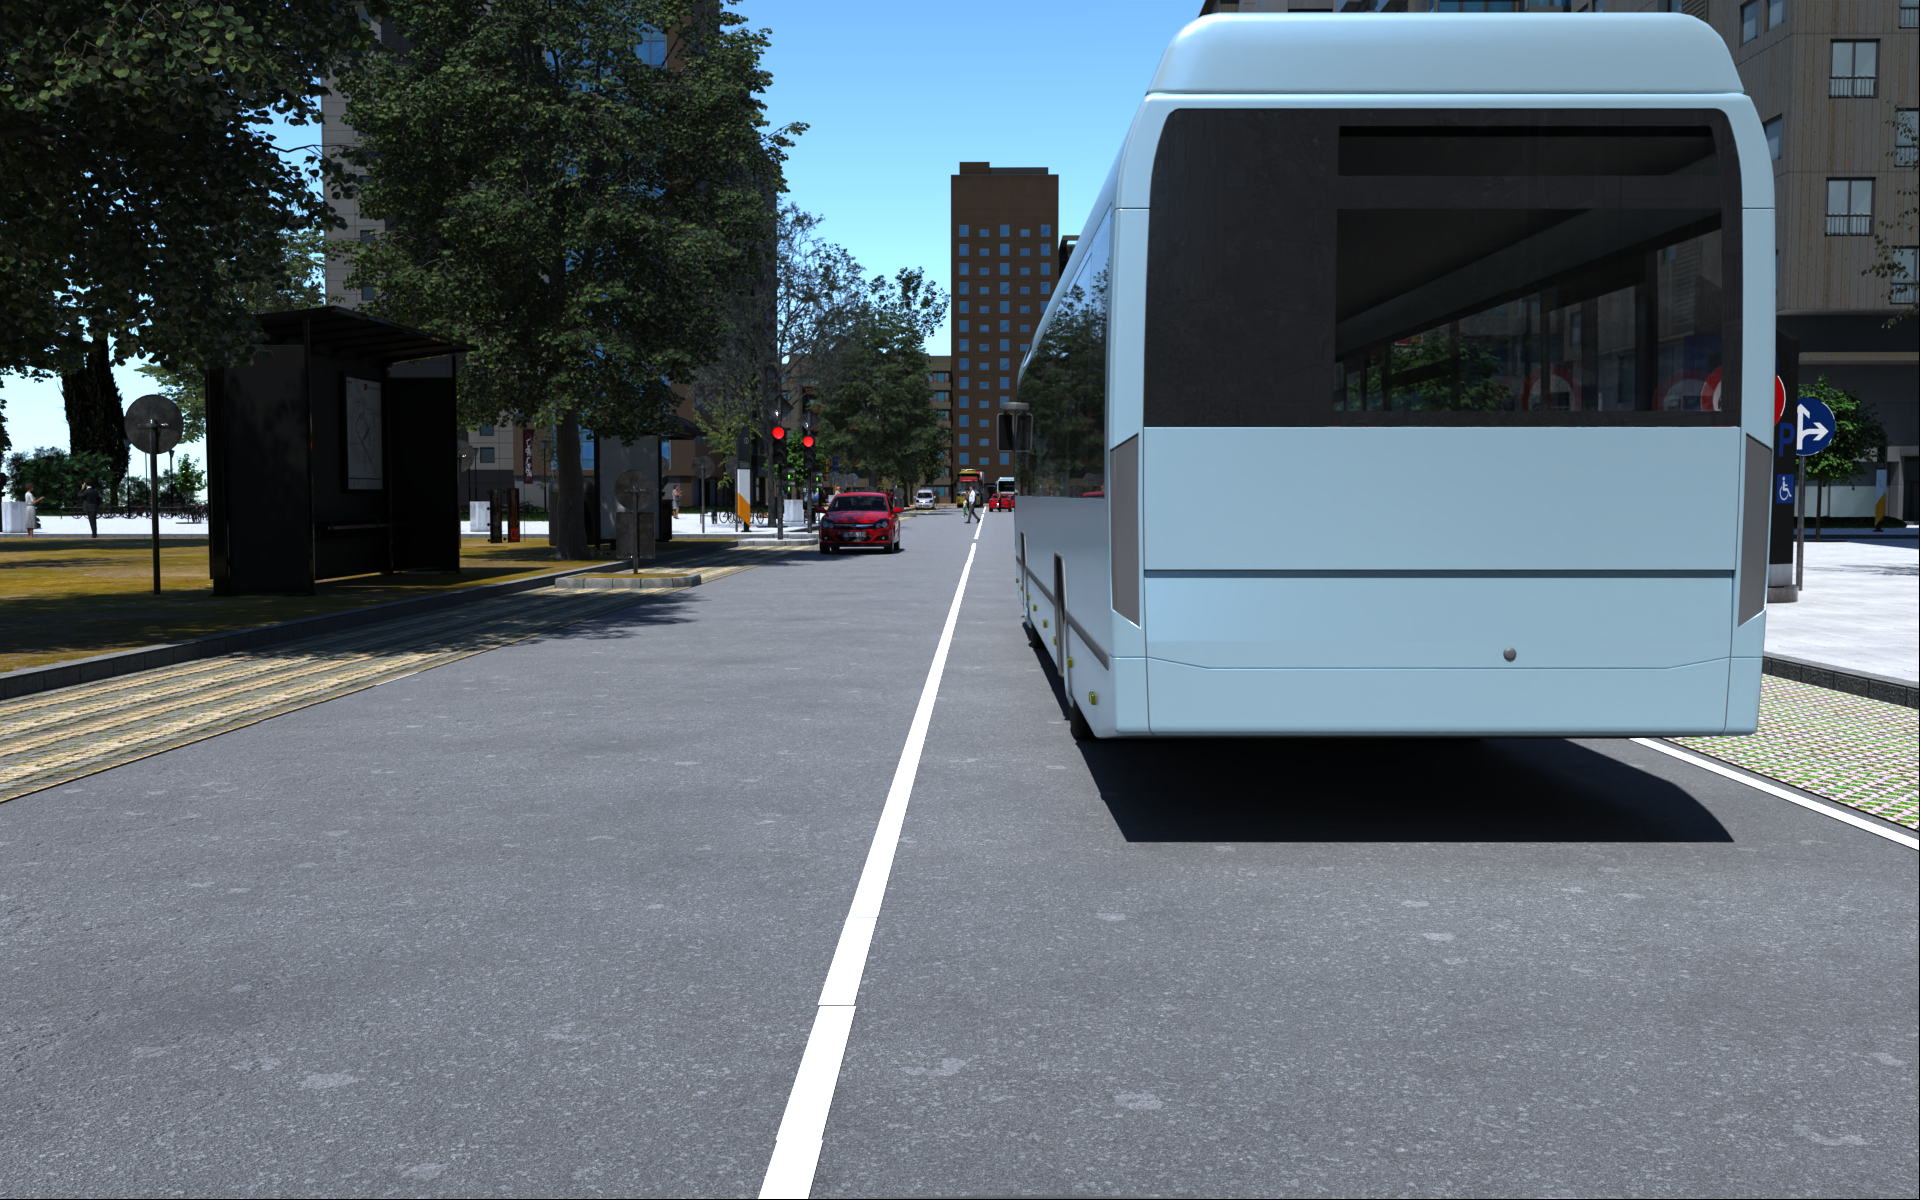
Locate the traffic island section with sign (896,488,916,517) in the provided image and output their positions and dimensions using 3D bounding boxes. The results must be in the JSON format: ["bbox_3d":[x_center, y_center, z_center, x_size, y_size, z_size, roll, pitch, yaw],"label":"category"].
[{"bbox_3d":[-3.744,-6.109,108.517,1.989,1.847,2.006,0,4,1],"label":"traffic island section with sign"}]

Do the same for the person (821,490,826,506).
[{"bbox_3d":[-14.886,-10.974,186.153,1.217,1.739,0.721,-3,5,-43],"label":"person"}]

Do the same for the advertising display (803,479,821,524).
[{"bbox_3d":[-6.421,-4.272,75.055,0.974,1.923,0.123,3,4,38],"label":"advertising display"}]

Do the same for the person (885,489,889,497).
[{"bbox_3d":[-8.180,-11.509,193.838,1.348,1.869,0.705,2,4,32],"label":"person"}]

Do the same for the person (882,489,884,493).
[{"bbox_3d":[-8.692,-11.658,196.780,0.705,1.807,1.348,0,4,-6],"label":"person"}]

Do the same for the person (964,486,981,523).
[{"bbox_3d":[0.606,-4.661,84.813,0.850,1.850,0.679,-1,4,-13],"label":"person"}]

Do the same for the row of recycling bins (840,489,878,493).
[{"bbox_3d":[-7.706,-7.503,129.779,3.534,1.692,1.069,-2,4,-34],"label":"row of recycling bins"}]

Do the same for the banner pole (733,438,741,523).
[{"bbox_3d":[-9.790,-5.322,77.029,0.401,3.779,0.863,-3,5,-41],"label":"banner pole"}]

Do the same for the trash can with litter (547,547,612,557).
[{"bbox_3d":[-7.810,-1.539,36.216,1.678,1.210,2.233,1,4,8],"label":"trash can with litter"}]

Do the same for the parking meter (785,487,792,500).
[{"bbox_3d":[-10.620,-6.209,107.221,0.255,1.863,0.399,2,4,25],"label":"parking meter"}]

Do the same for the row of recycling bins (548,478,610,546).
[{"bbox_3d":[-9.667,-2.275,44.309,1.069,1.692,3.534,0,4,3],"label":"row of recycling bins"}]

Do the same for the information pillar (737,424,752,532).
[{"bbox_3d":[-7.233,-4.078,58.034,0.183,3.616,0.504,3,5,43],"label":"information pillar"}]

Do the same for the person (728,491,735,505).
[{"bbox_3d":[-17.437,-7.909,134.989,1.348,1.869,0.705,-3,4,-39],"label":"person"}]

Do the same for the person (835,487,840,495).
[{"bbox_3d":[-8.060,-6.565,113.858,0.515,1.767,0.782,1,4,20],"label":"person"}]

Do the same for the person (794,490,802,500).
[{"bbox_3d":[-18.125,-11.491,194.643,1.217,1.735,0.721,0,4,6],"label":"person"}]

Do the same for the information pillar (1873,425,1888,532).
[{"bbox_3d":[31.243,-4.121,58.733,0.183,3.616,0.504,0,4,-2],"label":"information pillar"}]

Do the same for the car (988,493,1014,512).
[{"bbox_3d":[3.286,-8.025,140.248,2.155,1.783,4.494,0,4,3],"label":"car"}]

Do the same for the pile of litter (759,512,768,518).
[{"bbox_3d":[-10.238,-4.825,92.860,1.719,0.858,1.176,-2,4,-35],"label":"pile of litter"}]

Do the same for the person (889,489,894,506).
[{"bbox_3d":[-6.023,-8.882,151.939,0.721,1.739,1.217,1,4,11],"label":"person"}]

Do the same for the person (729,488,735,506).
[{"bbox_3d":[-18.773,-8.430,144.015,1.348,1.807,0.705,3,5,41],"label":"person"}]

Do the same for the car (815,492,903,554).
[{"bbox_3d":[-2.459,-2.073,42.935,2.155,1.783,4.494,0,4,1],"label":"car"}]

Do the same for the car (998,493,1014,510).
[{"bbox_3d":[4.216,-8.807,153.028,2.155,1.783,4.494,0,4,2],"label":"car"}]

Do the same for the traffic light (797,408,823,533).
[{"bbox_3d":[-4.899,-4.137,56.564,0.839,4.253,0.868,0,4,1],"label":"traffic light"}]

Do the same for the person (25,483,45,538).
[{"bbox_3d":[-28.336,-2.686,52.994,0.480,1.755,0.524,3,5,42],"label":"person"}]

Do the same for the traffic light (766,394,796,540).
[{"bbox_3d":[-5.033,-3.649,48.580,0.839,4.253,0.868,0,4,1],"label":"traffic light"}]

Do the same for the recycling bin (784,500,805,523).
[{"bbox_3d":[-7.496,-4.038,78.569,0.722,1.027,0.722,-3,4,-36],"label":"recycling bin"}]

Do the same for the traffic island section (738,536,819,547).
[{"bbox_3d":[-5.073,-1.617,48.716,2.009,0.180,2.903,0,4,1],"label":"traffic island section"}]

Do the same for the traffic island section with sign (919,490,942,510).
[{"bbox_3d":[-2.891,-9.215,159.285,1.989,1.847,2.006,0,4,1],"label":"traffic island section with sign"}]

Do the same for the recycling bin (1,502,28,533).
[{"bbox_3d":[-31.056,-2.722,57.057,0.722,1.027,0.722,3,5,42],"label":"recycling bin"}]

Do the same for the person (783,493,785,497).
[{"bbox_3d":[-20.324,-12.008,203.058,0.721,1.739,1.217,2,4,34],"label":"person"}]

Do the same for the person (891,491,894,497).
[{"bbox_3d":[-7.900,-11.946,202.140,0.721,1.735,1.217,1,4,9],"label":"person"}]

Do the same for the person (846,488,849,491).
[{"bbox_3d":[-9.398,-8.468,144.462,1.348,1.831,0.705,-2,4,-33],"label":"person"}]

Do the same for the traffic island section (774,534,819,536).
[{"bbox_3d":[-4.939,-2.105,56.700,2.009,0.180,2.903,0,4,1],"label":"traffic island section"}]

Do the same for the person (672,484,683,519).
[{"bbox_3d":[-14.476,-5.043,88.846,0.532,1.782,0.716,-1,4,-13],"label":"person"}]

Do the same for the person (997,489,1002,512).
[{"bbox_3d":[3.112,-7.869,137.173,0.705,1.823,1.348,0,4,5],"label":"person"}]

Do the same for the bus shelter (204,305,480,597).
[{"bbox_3d":[-8.584,-2.045,24.721,1.731,3.624,6.357,0,4,1],"label":"bus shelter"}]

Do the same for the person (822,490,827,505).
[{"bbox_3d":[-16.457,-12.373,208.890,0.990,1.755,0.434,-3,4,-37],"label":"person"}]

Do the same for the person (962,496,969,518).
[{"bbox_3d":[0.325,-5.584,104.046,0.590,1.304,0.306,-3,5,-45],"label":"person"}]

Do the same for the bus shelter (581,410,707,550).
[{"bbox_3d":[-7.554,-2.940,41.998,2.014,3.302,5.546,0,4,1],"label":"bus shelter"}]

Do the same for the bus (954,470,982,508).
[{"bbox_3d":[0.862,-11.817,184.754,2.896,3.916,12.252,0,3,0],"label":"bus"}]

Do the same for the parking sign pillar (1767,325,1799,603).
[{"bbox_3d":[9.365,-1.983,20.890,1.447,3.967,1.447,-2,4,-33],"label":"parking sign pillar"}]

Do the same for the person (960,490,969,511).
[{"bbox_3d":[0.617,-8.635,149.699,1.348,1.823,0.705,-1,4,-9],"label":"person"}]

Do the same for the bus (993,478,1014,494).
[{"bbox_3d":[5.442,-12.593,200.760,2.948,3.499,13.247,0,3,0],"label":"bus"}]

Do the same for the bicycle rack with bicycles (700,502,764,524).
[{"bbox_3d":[-10.021,-3.767,74.974,2.852,0.926,2.925,-2,4,-25],"label":"bicycle rack with bicycles"}]

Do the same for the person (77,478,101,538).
[{"bbox_3d":[-25.825,-2.661,51.362,0.474,1.900,0.648,0,4,-1],"label":"person"}]

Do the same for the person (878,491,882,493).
[{"bbox_3d":[-8.768,-11.156,188.895,0.683,1.767,0.568,1,4,15],"label":"person"}]

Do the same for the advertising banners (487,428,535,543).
[{"bbox_3d":[-11.825,-3.032,45.753,0.090,3.025,2.074,1,4,22],"label":"advertising banners"}]

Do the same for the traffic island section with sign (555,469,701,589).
[{"bbox_3d":[-5.112,-1.125,27.024,1.989,1.847,2.006,0,4,1],"label":"traffic island section with sign"}]

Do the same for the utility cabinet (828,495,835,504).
[{"bbox_3d":[-6.804,-5.063,93.946,0.306,1.237,1.020,-2,4,-26],"label":"utility cabinet"}]

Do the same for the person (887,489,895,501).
[{"bbox_3d":[-7.601,-11.120,187.799,1.348,1.831,0.705,-2,4,-28],"label":"person"}]

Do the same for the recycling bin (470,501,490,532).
[{"bbox_3d":[-16.256,-2.846,59.078,0.722,1.027,0.722,-2,4,-34],"label":"recycling bin"}]

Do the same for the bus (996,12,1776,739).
[{"bbox_3d":[1.864,-1.126,13.271,2.948,3.499,13.247,0,3,0],"label":"bus"}]

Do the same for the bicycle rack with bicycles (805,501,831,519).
[{"bbox_3d":[-7.252,-4.563,87.992,2.852,0.926,2.925,0,4,-7],"label":"bicycle rack with bicycles"}]

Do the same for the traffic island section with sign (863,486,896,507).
[{"bbox_3d":[-4.191,-4.461,81.565,1.989,1.847,2.006,0,4,1],"label":"traffic island section with sign"}]
